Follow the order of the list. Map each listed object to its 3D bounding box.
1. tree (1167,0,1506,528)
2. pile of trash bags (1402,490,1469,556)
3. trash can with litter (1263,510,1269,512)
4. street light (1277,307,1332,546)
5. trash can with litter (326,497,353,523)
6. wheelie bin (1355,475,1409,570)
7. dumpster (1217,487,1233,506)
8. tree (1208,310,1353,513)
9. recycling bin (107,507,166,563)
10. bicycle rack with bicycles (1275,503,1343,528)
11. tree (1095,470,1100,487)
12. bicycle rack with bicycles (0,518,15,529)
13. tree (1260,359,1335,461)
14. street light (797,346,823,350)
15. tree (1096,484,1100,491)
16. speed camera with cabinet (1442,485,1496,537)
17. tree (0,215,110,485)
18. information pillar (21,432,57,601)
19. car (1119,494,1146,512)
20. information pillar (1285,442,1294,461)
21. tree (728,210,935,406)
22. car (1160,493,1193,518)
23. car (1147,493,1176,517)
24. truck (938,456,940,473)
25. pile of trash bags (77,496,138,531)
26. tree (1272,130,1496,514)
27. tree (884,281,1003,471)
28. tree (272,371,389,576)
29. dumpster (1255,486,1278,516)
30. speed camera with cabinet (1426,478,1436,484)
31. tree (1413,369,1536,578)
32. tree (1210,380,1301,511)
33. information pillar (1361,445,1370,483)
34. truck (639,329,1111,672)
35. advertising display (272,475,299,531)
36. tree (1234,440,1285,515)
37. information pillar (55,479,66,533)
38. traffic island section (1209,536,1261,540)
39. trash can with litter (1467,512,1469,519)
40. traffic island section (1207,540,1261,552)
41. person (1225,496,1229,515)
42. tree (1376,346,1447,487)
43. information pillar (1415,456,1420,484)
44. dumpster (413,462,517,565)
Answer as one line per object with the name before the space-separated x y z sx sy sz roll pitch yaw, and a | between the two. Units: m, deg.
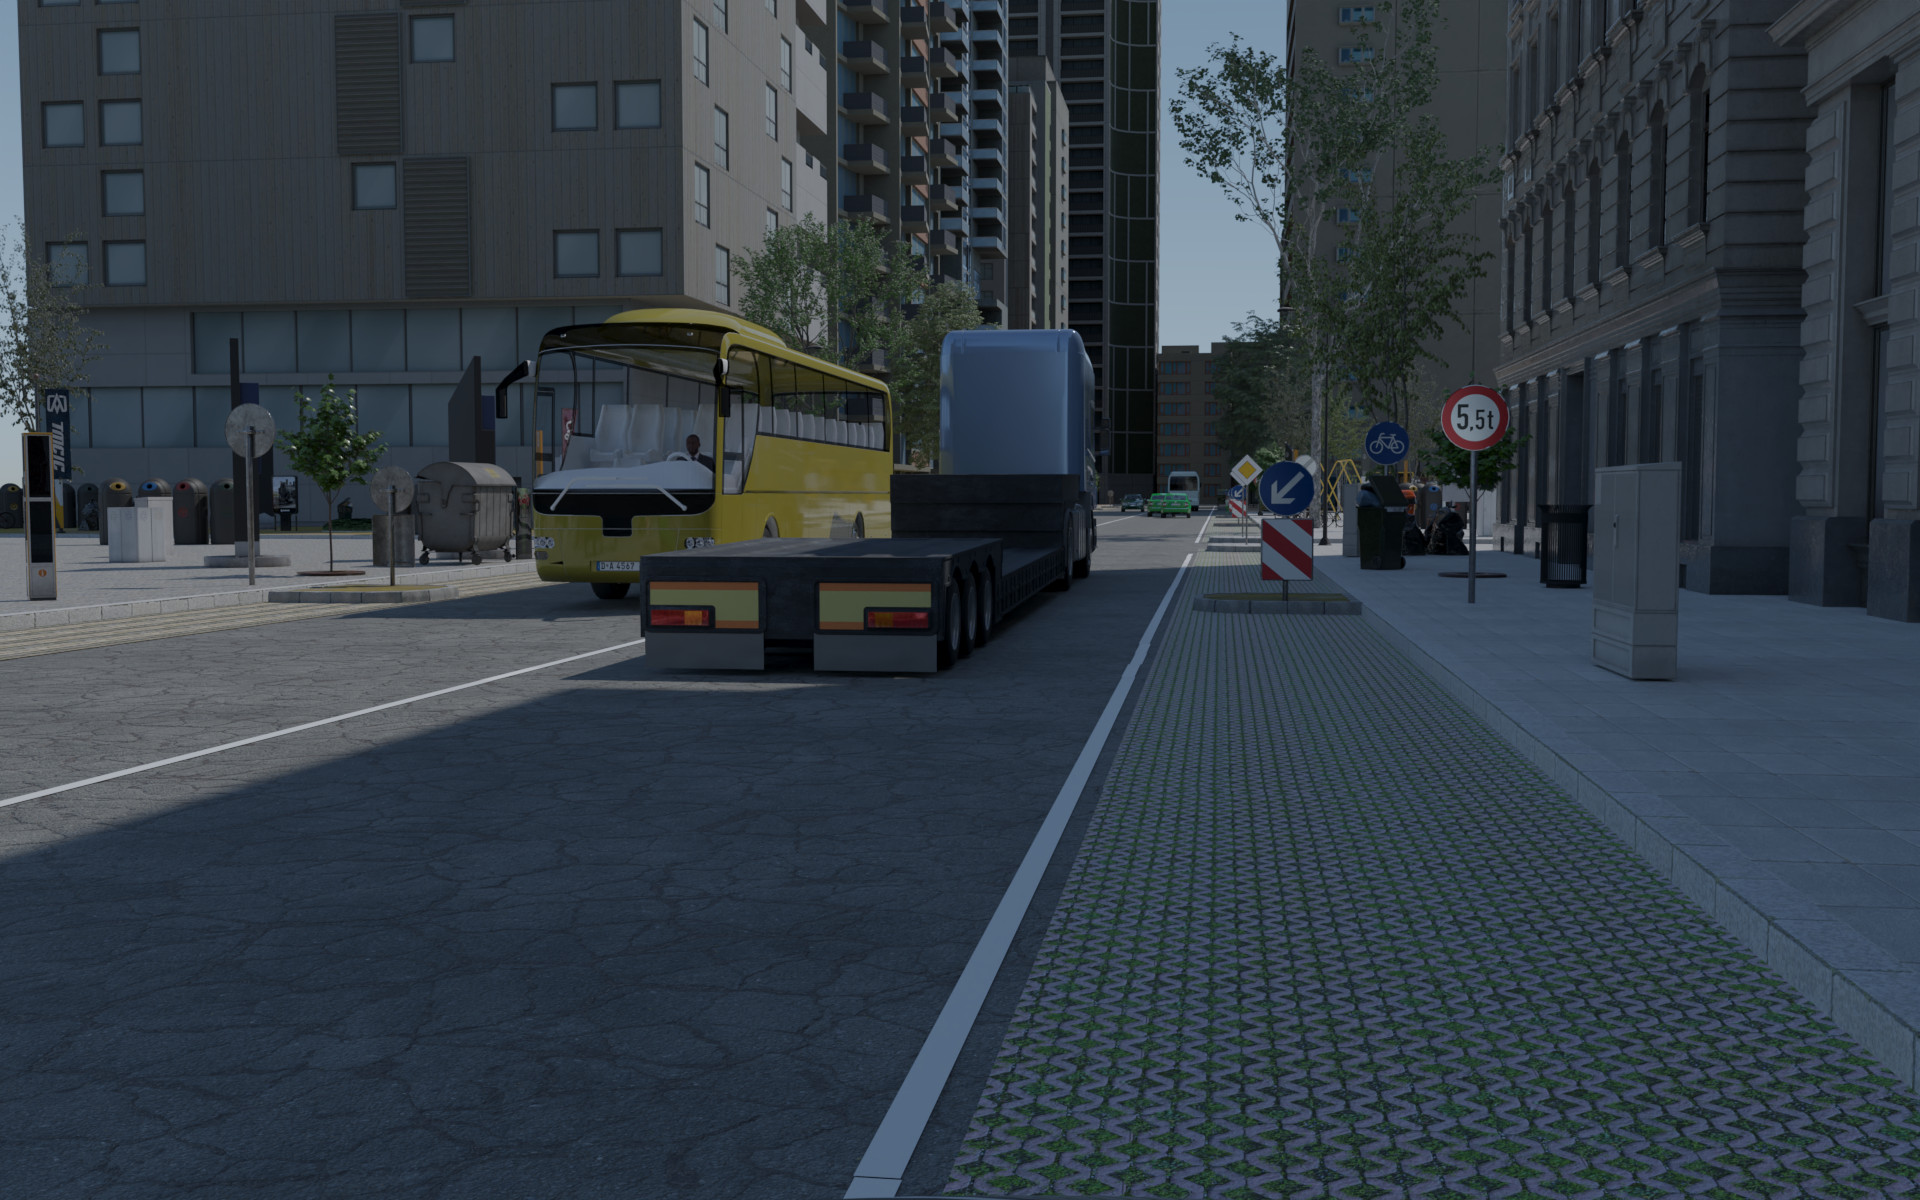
tree | 14.417 -12.684 63.278 12.611 20.169 13.585 0 3 0
pile of trash bags | 9.854 -1.701 37.572 1.912 1.369 3.447 0 4 6
trash can with litter | 22.464 -6.987 125.626 1.055 1.170 0.624 1 4 13
street light | 8.580 -4.320 43.170 1.470 5.913 1.316 1 4 9
trash can with litter | -22.907 -3.205 63.796 1.055 1.170 0.624 -1 4 -23
wheelie bin | 7.130 -1.317 29.436 0.980 1.594 0.693 -2 4 -35
dumpster | 30.532 -11.897 199.460 1.985 2.255 1.502 0 4 7
tree | 21.910 -13.044 119.917 9.857 13.997 8.962 0 3 0
recycling bin | -15.520 -1.229 32.653 0.722 1.027 0.722 1 4 20
bicycle rack with bicycles | 13.528 -3.268 66.810 2.925 0.926 2.852 -1 4 -11
tree | 13.466 -12.467 187.553 4.285 4.588 4.351 0 3 0
bicycle rack with bicycles | -35.981 -2.991 62.285 2.925 0.926 2.852 0 4 -7
tree | 18.320 -8.877 95.495 4.360 8.622 3.978 0 3 0
street light | -4.981 -5.006 54.386 1.470 5.913 1.316 1 4 9
tree | 13.705 -11.517 182.905 1.663 3.219 1.824 0 3 0
speed camera with cabinet | 15.651 -3.542 52.249 2.038 3.252 0.660 0 4 -1
tree | -24.201 -5.799 45.170 4.360 8.622 3.978 0 3 0
information pillar | -11.089 -1.001 20.862 0.304 2.012 0.304 -2 4 -33
car | 13.947 -7.819 139.642 2.131 1.459 4.920 0 4 7
information pillar | 14.846 -5.311 78.196 0.183 3.616 0.504 -2 4 -30
tree | -4.999 -8.360 62.435 9.928 11.665 9.643 0 3 0
car | 13.034 -5.849 104.421 1.959 1.807 4.718 0 4 8
car | 12.797 -6.174 109.738 1.959 1.807 4.718 0 4 8
truck | 1.212 -4.501 62.509 2.839 4.237 11.283 0 4 7
pile of trash bags | -29.193 -3.106 60.531 3.447 1.369 1.912 2 4 33
tree | 8.458 -5.144 34.466 4.737 8.622 4.395 0 3 0
tree | -0.699 -10.678 92.715 7.486 12.596 7.792 0 3 0
tree | -9.830 -2.004 27.369 1.663 3.219 1.824 0 3 0
dumpster | 18.191 -6.096 102.170 1.502 2.255 1.985 1 4 9
speed camera with cabinet | 34.061 -7.867 122.962 2.038 3.252 0.660 -2 4 -26
tree | 7.965 -1.978 26.944 1.663 3.219 1.824 0 3 0
tree | 22.801 -11.980 130.291 8.767 10.594 7.601 1 4 18
information pillar | 19.224 -5.557 82.210 0.504 3.616 0.183 -2 4 -28
truck | 0.006 -2.014 22.692 2.967 4.110 18.799 1 4 8
advertising display | -23.430 -3.360 60.143 0.974 1.923 0.123 1 4 15
tree | 19.113 -7.444 105.423 4.285 4.588 4.351 0 3 0
information pillar | -29.530 -3.999 56.740 0.183 3.616 0.504 -3 5 -44
traffic island section | 8.447 -1.796 51.650 2.009 0.180 2.903 1 4 9
trash can with litter | 27.598 -4.841 90.202 2.233 1.210 1.678 1 4 14
traffic island section | 7.257 -1.313 43.754 2.009 0.180 2.903 1 4 9
person | 17.418 -6.123 112.862 0.306 1.304 0.590 2 4 25
tree | 22.385 -8.243 85.133 4.360 8.622 3.978 0 3 0
information pillar | 26.503 -6.666 100.343 0.183 3.616 0.504 -1 4 -10
dumpster | -9.101 -1.598 31.881 1.264 1.857 1.865 1 4 8
